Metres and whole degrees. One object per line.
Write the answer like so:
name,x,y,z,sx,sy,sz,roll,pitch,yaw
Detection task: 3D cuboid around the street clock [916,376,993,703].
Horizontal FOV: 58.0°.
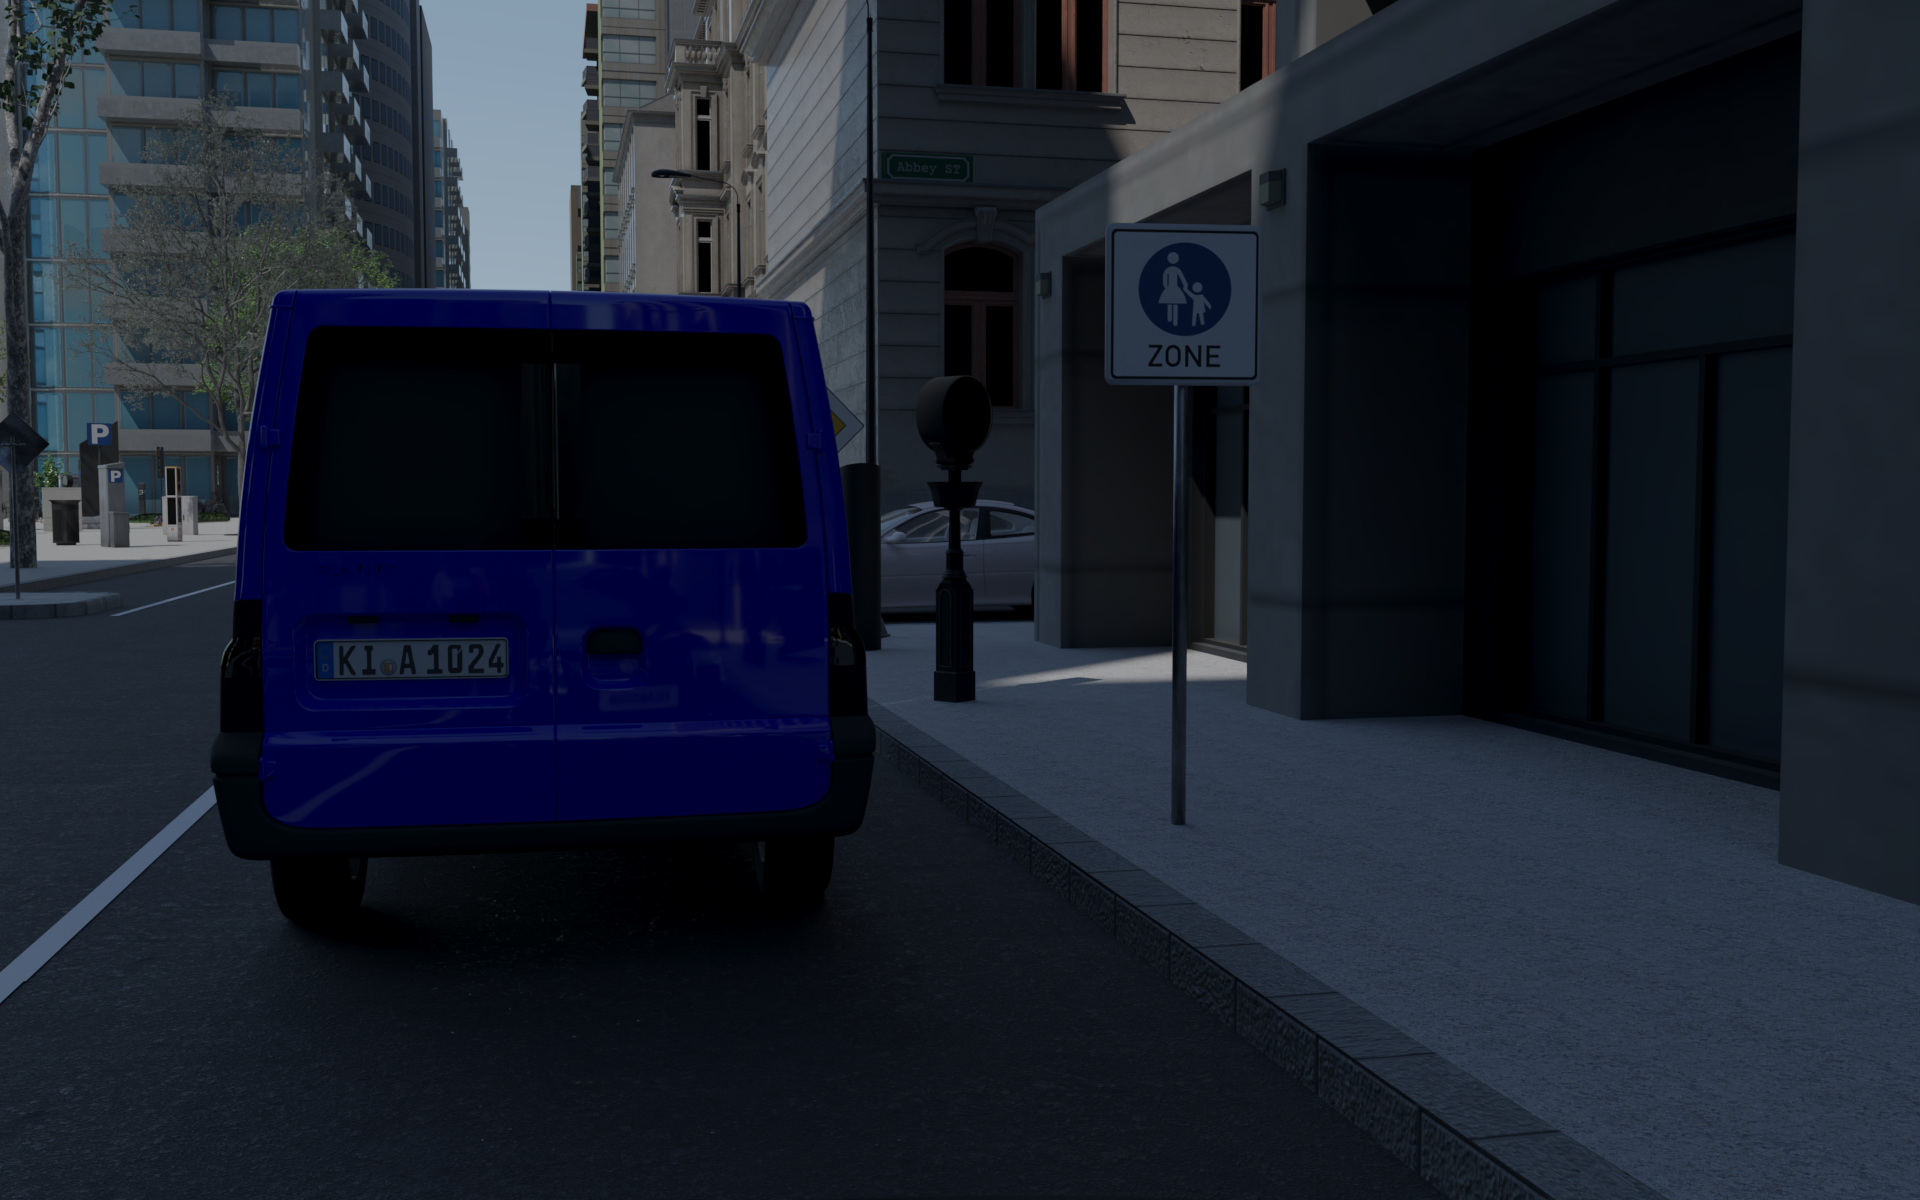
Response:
street clock,-0.033,-0.375,10.700,0.358,2.002,0.471,3,5,41

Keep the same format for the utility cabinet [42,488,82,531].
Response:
utility cabinet,-30.579,-3.077,58.996,1.173,1.500,0.318,-2,4,-30

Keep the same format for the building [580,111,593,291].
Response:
building,-34.205,-30.957,189.742,14.154,41.232,14.086,-1,4,-13

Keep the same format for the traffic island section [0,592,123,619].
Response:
traffic island section,-11.536,0.068,21.172,2.009,0.180,2.903,-1,4,-13

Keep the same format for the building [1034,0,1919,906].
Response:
building,12.969,-34.684,5.342,20.563,71.187,20.611,-1,4,-13

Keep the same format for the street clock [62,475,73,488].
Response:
street clock,-33.882,-3.746,65.815,0.471,2.002,0.358,3,5,41

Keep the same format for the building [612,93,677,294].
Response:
building,-12.296,-14.617,88.134,9.793,20.994,18.267,-1,4,-13

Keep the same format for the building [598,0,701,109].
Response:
building,-15.375,-25.969,108.183,14.154,41.232,14.086,-1,4,-13

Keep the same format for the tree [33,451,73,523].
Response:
tree,-40.712,-5.063,77.378,1.663,3.219,1.824,0,3,0

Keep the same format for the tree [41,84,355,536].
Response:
tree,-22.205,-8.725,53.019,12.009,13.543,11.850,0,3,0

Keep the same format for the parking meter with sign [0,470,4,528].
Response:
parking meter with sign,-31.108,-3.631,55.623,0.543,3.016,1.738,-1,4,-13

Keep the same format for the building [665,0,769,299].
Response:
building,-3.211,-14.900,62.706,14.460,24.649,34.723,-1,4,-13

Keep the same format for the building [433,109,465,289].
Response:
building,-73.280,-36.424,215.137,23.786,49.044,30.456,-1,4,-13

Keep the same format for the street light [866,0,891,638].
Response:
street light,-1.323,-2.613,15.271,1.470,5.913,1.316,-1,4,-13

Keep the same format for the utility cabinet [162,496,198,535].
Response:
utility cabinet,-24.376,-2.628,54.133,1.020,1.237,0.306,0,4,6

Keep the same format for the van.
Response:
van,-1.728,-0.197,7.606,2.240,2.365,5.245,-1,4,-12

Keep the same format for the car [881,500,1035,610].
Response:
car,-0.316,-0.491,20.393,4.827,1.381,2.083,-1,4,-13

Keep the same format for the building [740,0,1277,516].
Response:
building,8.103,-15.018,32.938,23.554,28.519,14.401,-1,4,-13

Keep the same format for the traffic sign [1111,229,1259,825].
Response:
traffic sign,0.848,-0.277,6.664,0.606,2.300,0.079,0,4,-7

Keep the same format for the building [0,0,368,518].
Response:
building,-48.218,-29.685,104.955,23.786,49.044,30.456,-1,4,-13

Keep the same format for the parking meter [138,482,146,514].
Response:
parking meter,-40.620,-4.912,86.014,0.255,1.863,0.399,-1,4,-12

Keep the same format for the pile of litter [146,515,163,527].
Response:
pile of litter,-31.124,-3.323,68.289,1.719,0.858,1.176,-1,4,-14

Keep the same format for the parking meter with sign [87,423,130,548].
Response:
parking meter with sign,-20.548,-2.792,41.908,0.543,3.016,1.738,-3,5,-41

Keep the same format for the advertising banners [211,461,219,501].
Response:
advertising banners,-38.726,-5.744,90.104,0.090,3.025,2.074,-1,4,-13

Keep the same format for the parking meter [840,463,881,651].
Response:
parking meter,-0.836,-0.358,14.268,0.372,1.533,0.369,0,3,0

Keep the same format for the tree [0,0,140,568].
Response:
tree,-17.800,-10.620,29.520,12.611,20.169,13.585,0,3,0

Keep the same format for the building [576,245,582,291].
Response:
building,-37.811,-26.421,203.677,14.160,30.474,14.107,-1,4,-13

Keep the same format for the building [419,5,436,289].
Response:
building,-54.723,-30.922,155.680,14.600,45.320,14.200,-1,4,-13

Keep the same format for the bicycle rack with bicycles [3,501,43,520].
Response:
bicycle rack with bicycles,-46.915,-4.486,86.731,2.852,0.926,2.925,1,4,10

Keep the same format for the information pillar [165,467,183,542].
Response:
information pillar,-21.108,-2.570,46.505,0.304,2.012,0.304,0,4,-2

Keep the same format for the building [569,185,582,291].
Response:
building,-47.925,-36.414,245.486,14.600,45.320,14.200,-1,4,-13

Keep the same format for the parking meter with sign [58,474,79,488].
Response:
parking meter with sign,-34.371,-4.315,66.808,1.738,3.016,0.543,-3,4,-36

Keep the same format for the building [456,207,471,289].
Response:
building,-74.670,-33.923,238.239,14.154,41.232,14.086,-1,4,-13

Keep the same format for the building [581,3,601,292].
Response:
building,-22.820,-30.761,157.574,22.147,44.769,28.867,-1,4,-13

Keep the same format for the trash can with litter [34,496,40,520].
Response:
trash can with litter,-45.158,-4.437,83.933,1.055,1.170,0.624,1,4,20

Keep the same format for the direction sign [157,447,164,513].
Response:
direction sign,-38.267,-5.563,82.953,0.379,3.537,0.876,0,4,-7

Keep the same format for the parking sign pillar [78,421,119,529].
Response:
parking sign pillar,-31.494,-4.580,63.347,1.447,3.967,1.447,-3,4,-38

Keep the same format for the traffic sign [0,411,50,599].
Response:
traffic sign,-11.515,-1.069,21.116,0.795,2.450,0.064,-1,4,-13

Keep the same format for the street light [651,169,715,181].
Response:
street light,-3.727,-3.211,25.039,1.470,5.913,1.316,-1,4,-13

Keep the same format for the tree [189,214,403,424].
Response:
tree,-24.180,-8.424,63.483,9.928,11.665,9.643,0,3,0

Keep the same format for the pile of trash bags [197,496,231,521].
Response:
pile of trash bags,-35.615,-4.495,83.250,3.447,1.369,1.912,-2,4,-32

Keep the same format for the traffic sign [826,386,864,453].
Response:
traffic sign,-1.241,-0.715,15.339,0.795,2.450,0.064,-1,4,-13

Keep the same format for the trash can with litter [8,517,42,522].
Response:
trash can with litter,-43.190,-4.205,79.801,2.233,1.210,1.678,1,4,14

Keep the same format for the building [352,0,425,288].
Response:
building,-53.364,-36.180,133.543,21.231,58.520,28.212,-1,4,-13

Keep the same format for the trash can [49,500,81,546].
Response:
trash can,-22.378,-1.938,43.337,0.748,1.137,0.748,0,3,0

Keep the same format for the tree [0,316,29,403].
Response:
tree,-34.808,-6.723,60.285,4.737,8.622,4.395,0,3,0
